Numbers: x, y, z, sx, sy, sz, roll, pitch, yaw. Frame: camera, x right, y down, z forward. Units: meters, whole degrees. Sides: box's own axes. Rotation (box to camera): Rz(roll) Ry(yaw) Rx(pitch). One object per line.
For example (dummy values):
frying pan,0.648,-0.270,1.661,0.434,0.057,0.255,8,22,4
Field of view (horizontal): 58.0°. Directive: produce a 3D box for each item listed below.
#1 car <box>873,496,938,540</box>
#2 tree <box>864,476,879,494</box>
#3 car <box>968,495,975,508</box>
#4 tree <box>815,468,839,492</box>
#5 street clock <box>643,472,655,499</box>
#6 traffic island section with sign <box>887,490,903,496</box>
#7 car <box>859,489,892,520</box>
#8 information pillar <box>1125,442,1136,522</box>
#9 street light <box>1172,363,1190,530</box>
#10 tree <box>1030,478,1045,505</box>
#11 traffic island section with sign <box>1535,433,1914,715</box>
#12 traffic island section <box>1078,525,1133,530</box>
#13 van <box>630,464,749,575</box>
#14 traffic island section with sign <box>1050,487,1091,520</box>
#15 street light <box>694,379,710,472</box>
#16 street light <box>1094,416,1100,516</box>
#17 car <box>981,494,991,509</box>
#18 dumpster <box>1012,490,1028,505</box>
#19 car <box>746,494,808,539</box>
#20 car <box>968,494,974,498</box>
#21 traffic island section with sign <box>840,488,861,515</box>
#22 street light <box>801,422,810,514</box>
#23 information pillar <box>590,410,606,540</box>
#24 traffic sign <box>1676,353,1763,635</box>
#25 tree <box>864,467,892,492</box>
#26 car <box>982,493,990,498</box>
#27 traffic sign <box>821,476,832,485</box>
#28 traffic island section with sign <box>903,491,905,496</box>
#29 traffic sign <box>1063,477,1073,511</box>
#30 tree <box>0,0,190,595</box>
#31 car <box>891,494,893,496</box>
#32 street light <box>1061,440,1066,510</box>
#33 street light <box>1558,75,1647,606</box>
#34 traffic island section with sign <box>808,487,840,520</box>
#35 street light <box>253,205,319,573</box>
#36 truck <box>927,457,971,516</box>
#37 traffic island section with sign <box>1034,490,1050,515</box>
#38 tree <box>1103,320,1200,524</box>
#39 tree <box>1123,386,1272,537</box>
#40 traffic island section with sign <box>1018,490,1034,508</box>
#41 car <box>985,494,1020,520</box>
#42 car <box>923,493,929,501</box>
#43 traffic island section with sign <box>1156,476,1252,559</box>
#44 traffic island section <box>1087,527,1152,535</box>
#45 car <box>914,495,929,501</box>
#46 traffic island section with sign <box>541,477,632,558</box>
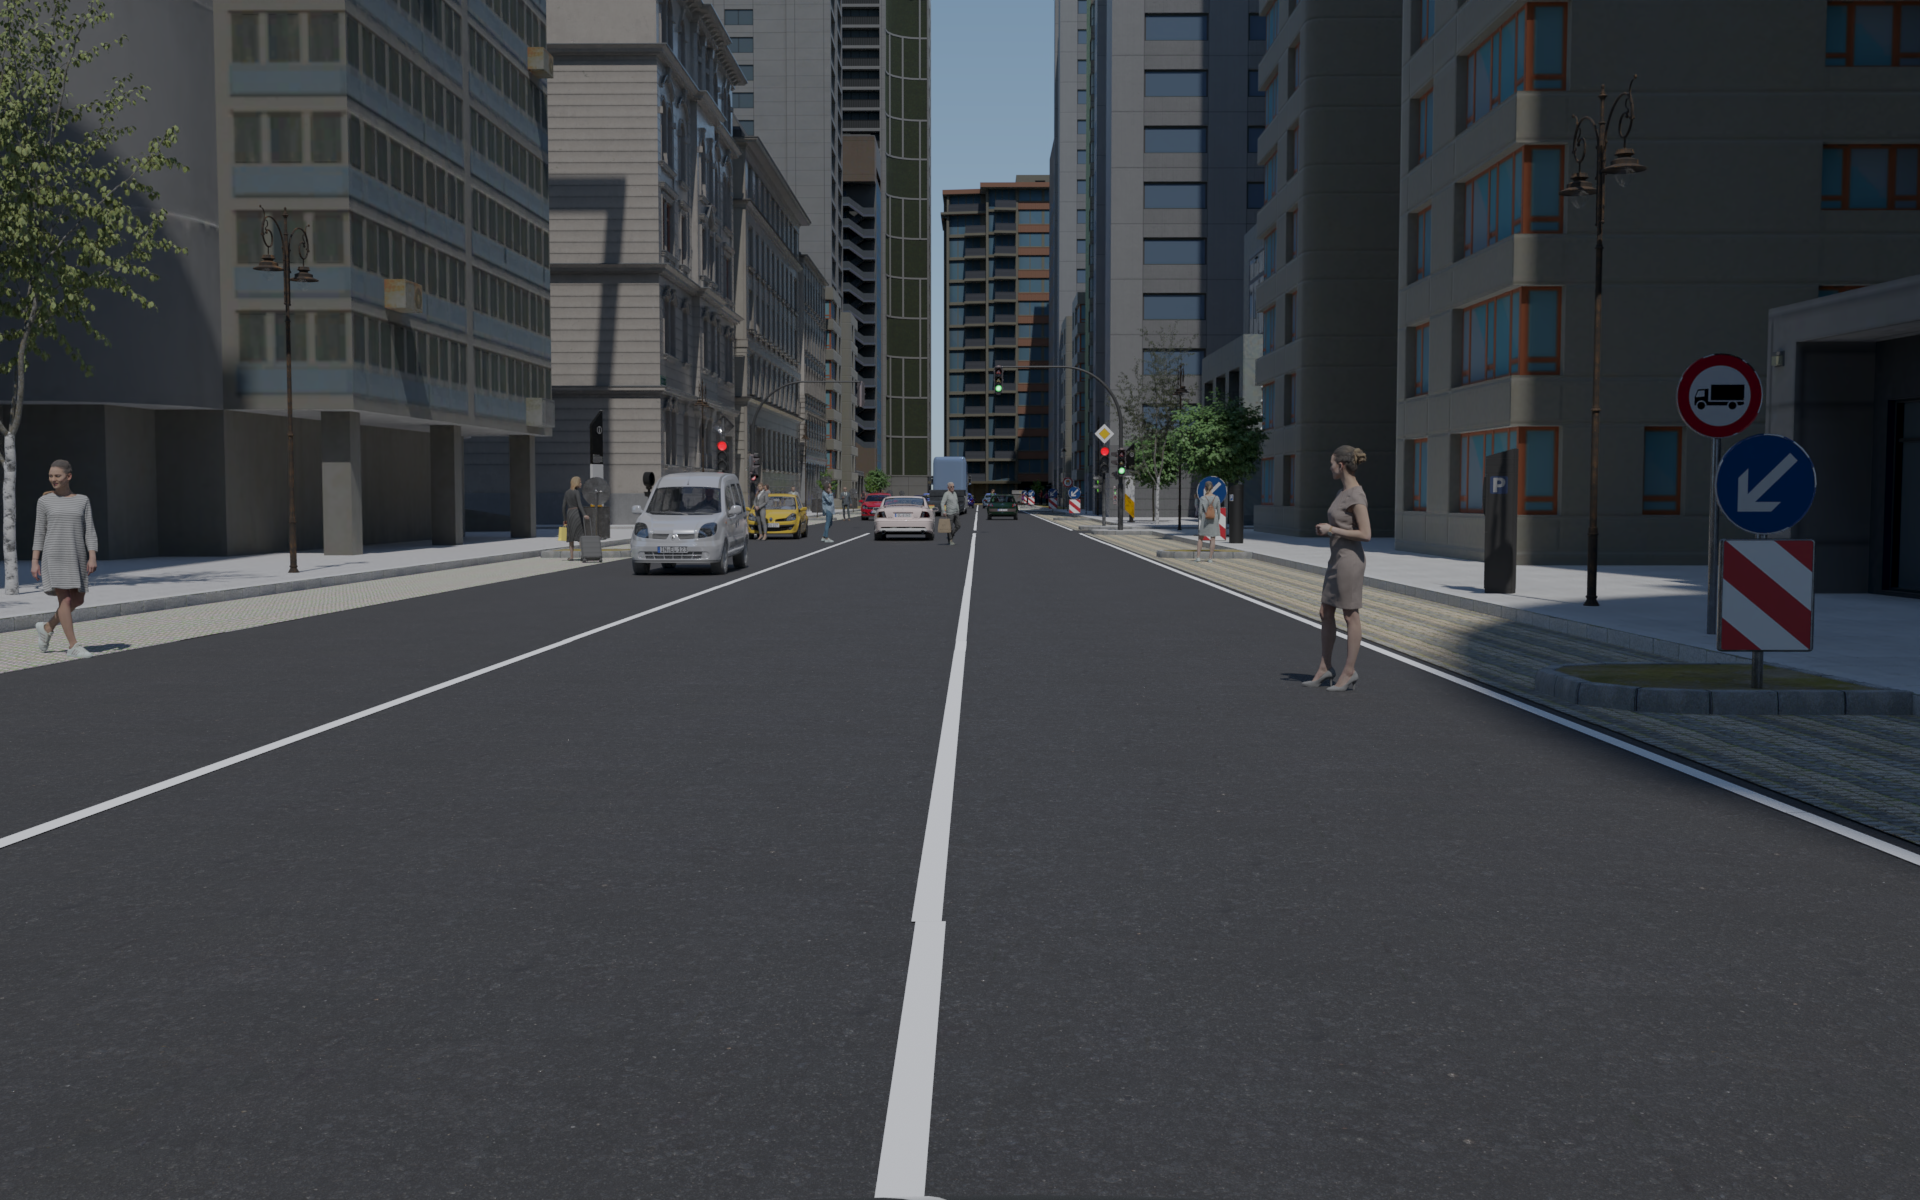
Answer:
car,-1.738,-2.600,54.871,2.083,1.381,4.827,0,4,0
tree,-9.232,-11.383,180.706,1.663,3.219,1.824,0,3,0
car,0.573,-9.845,173.545,1.945,1.354,3.894,0,4,1
tree,-9.591,-8.033,125.946,1.663,3.219,1.824,0,3,0
street clock,-10.113,-3.167,56.344,0.358,2.002,0.471,1,4,15
traffic island section with sign,-6.888,-9.959,171.449,1.989,1.847,2.006,0,4,1
car,-4.463,-5.280,95.364,2.155,1.783,4.494,0,4,1
information pillar,7.675,-5.313,78.229,0.504,3.616,0.183,-2,4,-25
street light,7.762,-5.399,61.054,0.468,5.910,1.993,0,4,1
tree,9.518,-13.129,209.263,1.663,3.219,1.824,0,3,0
traffic island section with sign,5.168,-0.213,12.106,1.989,1.847,2.006,0,4,1
traffic island section,5.801,-2.890,69.540,2.009,0.180,2.903,0,4,1
van,-4.969,-1.537,32.139,2.013,2.044,4.112,0,4,1
traffic island section with sign,6.082,-5.234,94.196,1.989,1.847,2.006,0,4,1
street light,-10.362,-5.935,69.831,0.468,5.910,1.993,0,4,1
street light,8.189,-7.944,102.673,0.468,5.910,1.993,0,4,1
car,3.118,-9.819,172.538,2.014,1.417,4.499,0,4,1
dumpster,6.941,-11.848,201.924,1.865,1.857,1.264,0,4,2
car,-5.903,-2.802,56.035,2.015,1.641,3.980,0,4,0
car,0.790,-12.525,214.376,1.945,1.707,3.694,0,4,-1
traffic island section with sign,-7.433,-6.899,121.428,1.989,1.847,2.006,0,4,1
street light,-9.926,-8.471,111.294,0.468,5.910,1.993,0,4,1
information pillar,-10.124,-3.484,48.326,0.183,3.616,0.504,2,4,27
traffic sign,6.878,-0.958,15.777,0.768,2.556,0.104,0,4,3
tree,-9.768,-13.362,202.176,4.285,4.588,4.351,0,3,0
car,3.349,-10.840,186.831,1.945,1.707,3.694,0,4,-1
traffic sign,-9.431,-7.466,122.170,0.768,2.556,0.104,0,4,7
traffic island section with sign,-6.590,-11.607,198.403,1.989,1.847,2.006,0,4,1
traffic sign,8.180,-8.033,131.439,0.768,2.556,0.104,0,4,2
tree,-12.097,-4.383,22.020,4.737,8.622,4.395,0,3,0
car,-7.162,-9.679,168.038,2.009,1.686,4.222,0,4,0
street light,8.629,-10.459,143.799,0.468,5.910,1.993,0,4,1
street light,7.248,-2.869,19.704,0.468,5.910,1.993,0,4,1
traffic island section with sign,-7.751,-5.251,94.475,1.989,1.847,2.006,0,4,1
street light,-10.858,-3.380,28.046,0.468,5.910,1.993,0,4,1
truck,-0.993,-7.902,118.948,2.967,4.110,18.799,0,4,2
traffic island section with sign,6.370,-6.895,121.354,1.989,1.847,2.006,0,4,1
tree,8.315,-7.529,73.468,4.360,8.622,3.978,0,3,0
tree,7.923,-4.231,52.895,4.285,4.588,4.351,0,3,0
traffic island section with sign,6.935,-9.978,171.763,1.989,1.847,2.006,0,4,1
car,2.384,-5.328,96.907,2.009,1.686,4.222,0,4,1
car,-3.290,-10.618,183.189,1.945,1.707,3.694,0,4,2
traffic island section with sign,5.472,-1.861,39.060,1.989,1.847,2.006,0,4,1
traffic island section,5.713,-2.402,61.555,2.009,0.180,2.903,0,4,1
car,-3.882,-9.538,168.530,1.945,1.354,3.894,0,4,-1
traffic island section with sign,-8.350,-1.889,39.510,1.989,1.847,2.006,0,4,1
